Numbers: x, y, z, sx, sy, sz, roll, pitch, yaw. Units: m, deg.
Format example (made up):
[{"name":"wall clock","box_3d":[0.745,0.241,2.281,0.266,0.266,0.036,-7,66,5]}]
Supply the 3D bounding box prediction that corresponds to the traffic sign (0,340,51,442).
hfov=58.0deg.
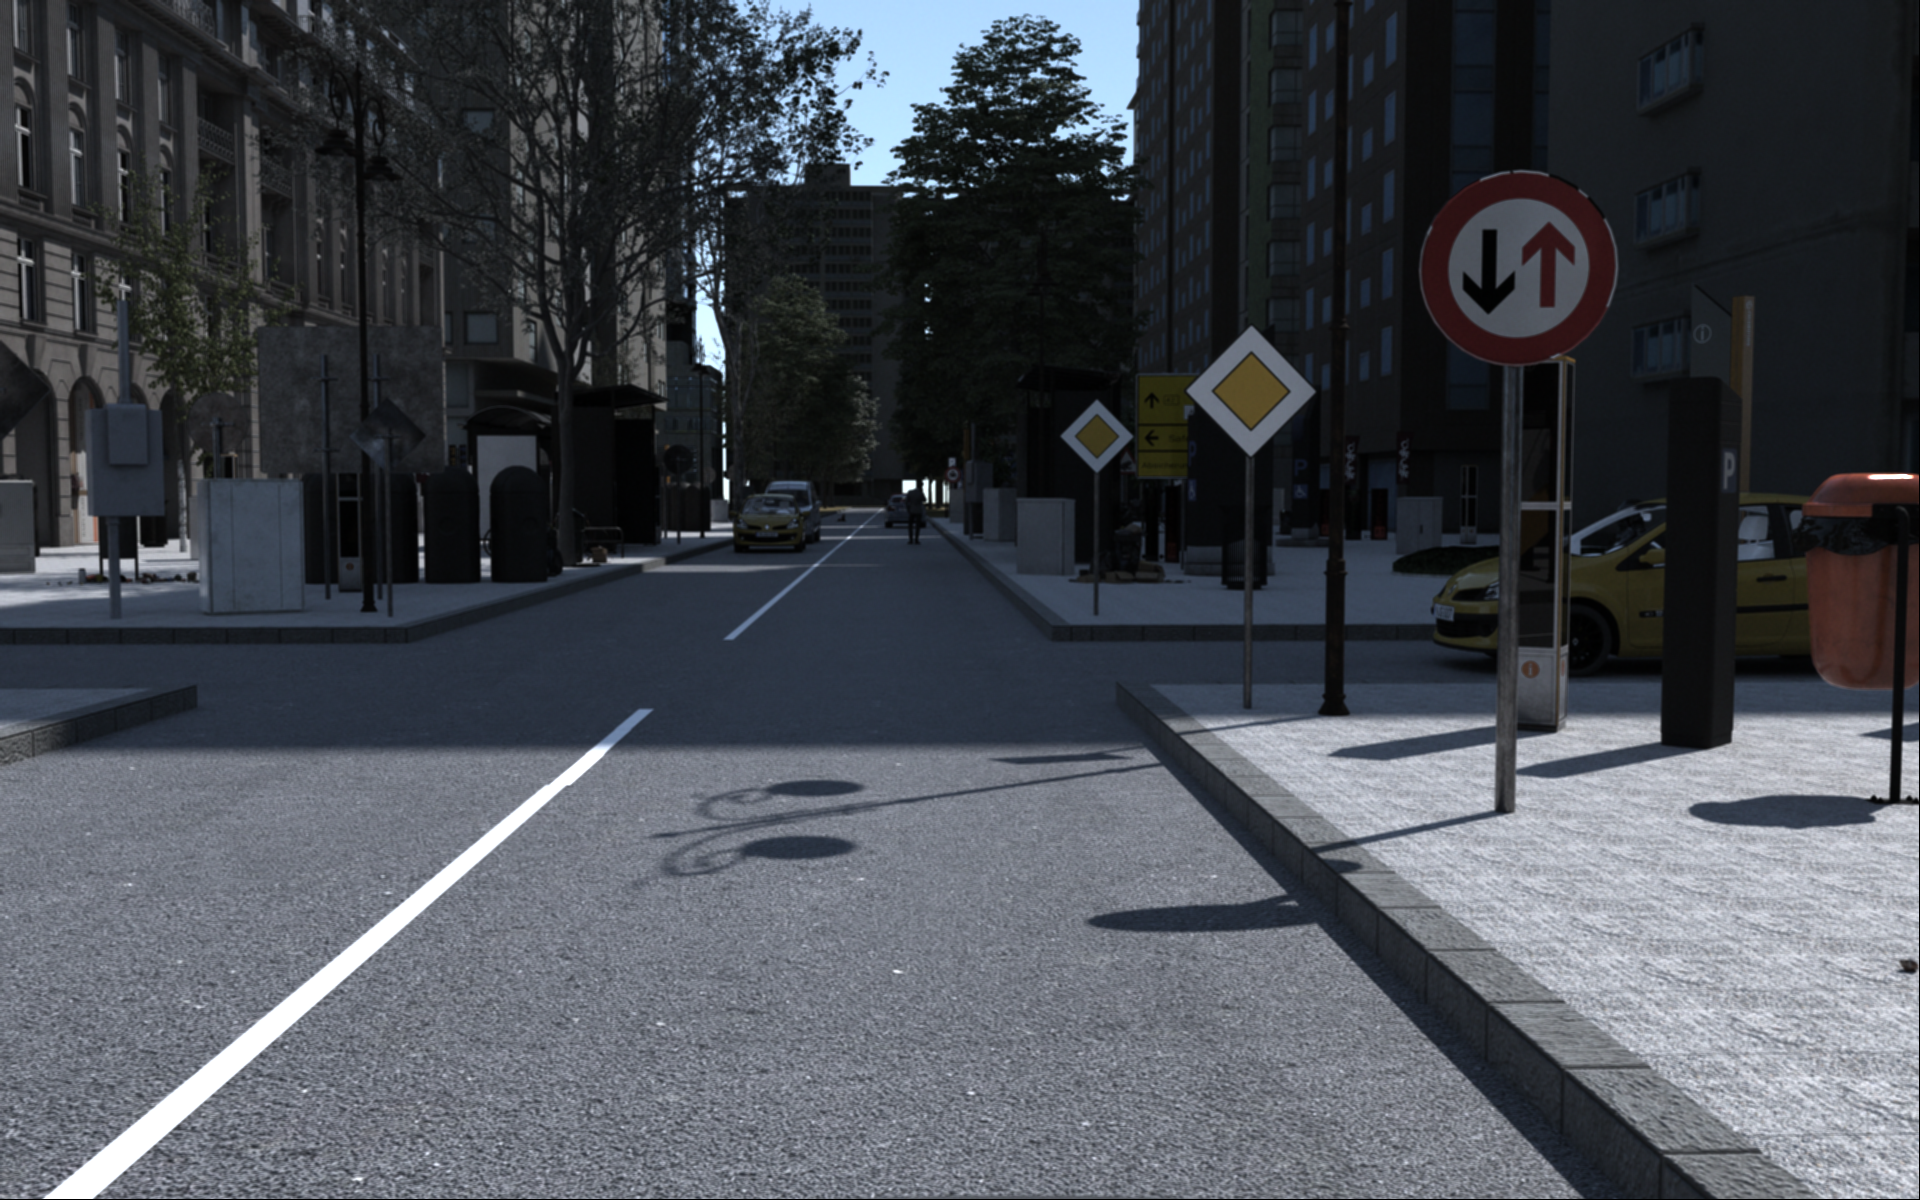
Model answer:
[{"name":"traffic sign","box_3d":[-5.674,-0.393,10.063,0.795,2.450,0.064,0,4,-2]}]

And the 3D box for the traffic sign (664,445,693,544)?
[{"name":"traffic sign","box_3d":[-7.243,-2.717,44.534,0.768,2.556,0.104,0,4,3]}]

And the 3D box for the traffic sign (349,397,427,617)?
[{"name":"traffic sign","box_3d":[-5.952,-0.881,18.044,0.795,2.450,0.064,0,4,-2]}]

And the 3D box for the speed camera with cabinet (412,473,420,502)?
[{"name":"speed camera with cabinet","box_3d":[-17.311,-3.527,52.004,2.038,3.252,0.660,0,4,-8]}]

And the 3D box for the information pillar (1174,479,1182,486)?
[{"name":"information pillar","box_3d":[10.301,-5.504,81.348,0.504,3.616,0.183,1,4,21]}]

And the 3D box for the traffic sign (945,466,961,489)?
[{"name":"traffic sign","box_3d":[-0.321,-4.856,79.503,0.768,2.556,0.104,0,4,7]}]

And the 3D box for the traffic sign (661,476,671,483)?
[{"name":"traffic sign","box_3d":[-13.260,-4.726,77.377,0.768,2.556,0.104,0,4,5]}]

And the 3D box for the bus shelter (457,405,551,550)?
[{"name":"bus shelter","box_3d":[-10.512,-2.954,42.217,2.014,3.302,5.546,0,4,-2]}]

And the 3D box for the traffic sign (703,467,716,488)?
[{"name":"traffic sign","box_3d":[-11.731,-4.923,80.589,0.768,2.556,0.104,0,4,5]}]

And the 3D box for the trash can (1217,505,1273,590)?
[{"name":"trash can","box_3d":[3.831,-0.713,23.315,0.748,1.137,0.748,0,3,0]}]

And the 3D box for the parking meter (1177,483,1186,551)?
[{"name":"parking meter","box_3d":[5.065,-1.876,39.086,0.372,1.533,0.369,0,3,0]}]

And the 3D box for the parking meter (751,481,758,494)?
[{"name":"parking meter","box_3d":[-9.436,-4.522,79.642,0.255,1.863,0.399,-1,4,-17]}]

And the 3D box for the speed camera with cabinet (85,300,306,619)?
[{"name":"speed camera with cabinet","box_3d":[-8.075,-1.466,18.308,2.038,3.252,0.660,-2,4,-33]}]

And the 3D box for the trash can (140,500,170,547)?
[{"name":"trash can","box_3d":[-19.500,-1.848,41.876,0.748,1.137,0.748,0,3,0]}]

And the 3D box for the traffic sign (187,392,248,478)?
[{"name":"traffic sign","box_3d":[-9.273,-1.317,21.639,0.768,2.556,0.104,0,4,1]}]

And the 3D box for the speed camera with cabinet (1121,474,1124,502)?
[{"name":"speed camera with cabinet","box_3d":[3.896,-3.312,48.488,0.660,3.252,2.038,-1,4,-21]}]

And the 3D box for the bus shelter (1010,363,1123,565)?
[{"name":"bus shelter","box_3d":[2.039,-2.630,34.284,1.731,3.624,6.357,0,4,-2]}]

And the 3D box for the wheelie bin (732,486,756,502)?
[{"name":"wheelie bin","box_3d":[-8.396,-3.621,67.118,0.693,1.594,0.980,-3,5,-41]}]

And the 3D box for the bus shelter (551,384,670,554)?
[{"name":"bus shelter","box_3d":[-7.971,-2.981,40.016,1.731,3.624,6.357,0,4,-2]}]

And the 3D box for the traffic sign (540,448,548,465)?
[{"name":"traffic sign","box_3d":[-11.496,-2.857,46.814,0.768,2.556,0.104,0,4,8]}]

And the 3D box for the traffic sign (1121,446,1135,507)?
[{"name":"traffic sign","box_3d":[4.519,-2.877,47.041,0.884,2.594,0.081,0,4,6]}]

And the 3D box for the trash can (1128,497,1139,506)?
[{"name":"trash can","box_3d":[9.305,-4.994,93.306,0.748,1.137,0.748,0,3,0]}]

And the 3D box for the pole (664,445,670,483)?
[{"name":"pole","box_3d":[-12.121,-4.765,71.746,0.158,3.312,0.155,0,3,0]}]

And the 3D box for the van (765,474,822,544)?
[{"name":"van","box_3d":[-5.053,-2.705,51.238,2.013,2.044,4.112,0,4,-1]}]

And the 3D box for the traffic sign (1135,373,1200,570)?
[{"name":"traffic sign","box_3d":[4.089,-2.160,29.184,2.265,3.308,0.079,0,4,3]}]

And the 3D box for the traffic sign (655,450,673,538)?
[{"name":"traffic sign","box_3d":[-8.518,-3.054,50.033,0.768,2.556,0.104,0,4,0]}]

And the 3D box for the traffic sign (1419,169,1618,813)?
[{"name":"traffic sign","box_3d":[2.202,-0.417,6.920,0.768,2.556,0.104,0,4,5]}]

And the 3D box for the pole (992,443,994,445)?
[{"name":"pole","box_3d":[1.191,-4.360,65.135,0.158,3.312,0.155,0,3,0]}]

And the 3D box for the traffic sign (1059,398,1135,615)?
[{"name":"traffic sign","box_3d":[1.438,-0.895,18.280,0.795,2.450,0.064,0,4,-2]}]

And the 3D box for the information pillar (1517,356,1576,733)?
[{"name":"information pillar","box_3d":[3.149,-0.302,9.436,0.304,2.012,0.304,2,4,28]}]

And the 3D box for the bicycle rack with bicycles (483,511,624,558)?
[{"name":"bicycle rack with bicycles","box_3d":[-8.151,-1.322,35.003,2.925,0.926,2.852,-2,4,-28]}]

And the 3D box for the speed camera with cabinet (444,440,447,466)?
[{"name":"speed camera with cabinet","box_3d":[-18.528,-4.195,62.926,0.660,3.252,2.038,-1,4,-13]}]

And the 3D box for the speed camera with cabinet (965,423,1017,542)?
[{"name":"speed camera with cabinet","box_3d":[0.854,-3.264,47.703,0.660,3.252,2.038,-2,4,-27]}]

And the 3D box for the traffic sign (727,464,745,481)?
[{"name":"traffic sign","box_3d":[-9.443,-4.463,73.076,0.768,2.556,0.104,0,4,4]}]

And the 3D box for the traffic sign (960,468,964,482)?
[{"name":"traffic sign","box_3d":[0.353,-4.939,80.851,0.768,2.556,0.104,0,4,8]}]

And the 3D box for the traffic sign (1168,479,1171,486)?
[{"name":"traffic sign","box_3d":[5.490,-2.766,45.332,0.768,2.556,0.104,0,3,0]}]

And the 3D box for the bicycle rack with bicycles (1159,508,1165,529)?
[{"name":"bicycle rack with bicycles","box_3d":[8.184,-3.080,63.733,2.925,0.926,2.852,2,4,23]}]

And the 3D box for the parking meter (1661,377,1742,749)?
[{"name":"parking meter","box_3d":[3.793,-0.192,8.858,0.255,1.863,0.399,3,5,42]}]

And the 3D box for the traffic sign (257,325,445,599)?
[{"name":"traffic sign","box_3d":[-7.381,-1.659,21.000,2.265,3.308,0.079,0,4,3]}]

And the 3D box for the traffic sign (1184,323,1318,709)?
[{"name":"traffic sign","box_3d":[1.717,-0.407,10.300,0.795,2.450,0.064,0,4,-2]}]

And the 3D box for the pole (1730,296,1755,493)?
[{"name":"pole","box_3d":[8.076,-1.474,17.950,0.158,3.312,0.155,0,3,0]}]

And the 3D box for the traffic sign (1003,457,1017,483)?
[{"name":"traffic sign","box_3d":[1.630,-3.633,59.499,0.768,2.556,0.104,0,4,3]}]

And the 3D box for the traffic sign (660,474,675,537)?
[{"name":"traffic sign","box_3d":[-8.980,-3.176,51.928,0.884,2.594,0.081,0,4,4]}]

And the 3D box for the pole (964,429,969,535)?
[{"name":"pole","box_3d":[0.207,-3.709,54.493,0.158,3.312,0.155,0,3,0]}]
